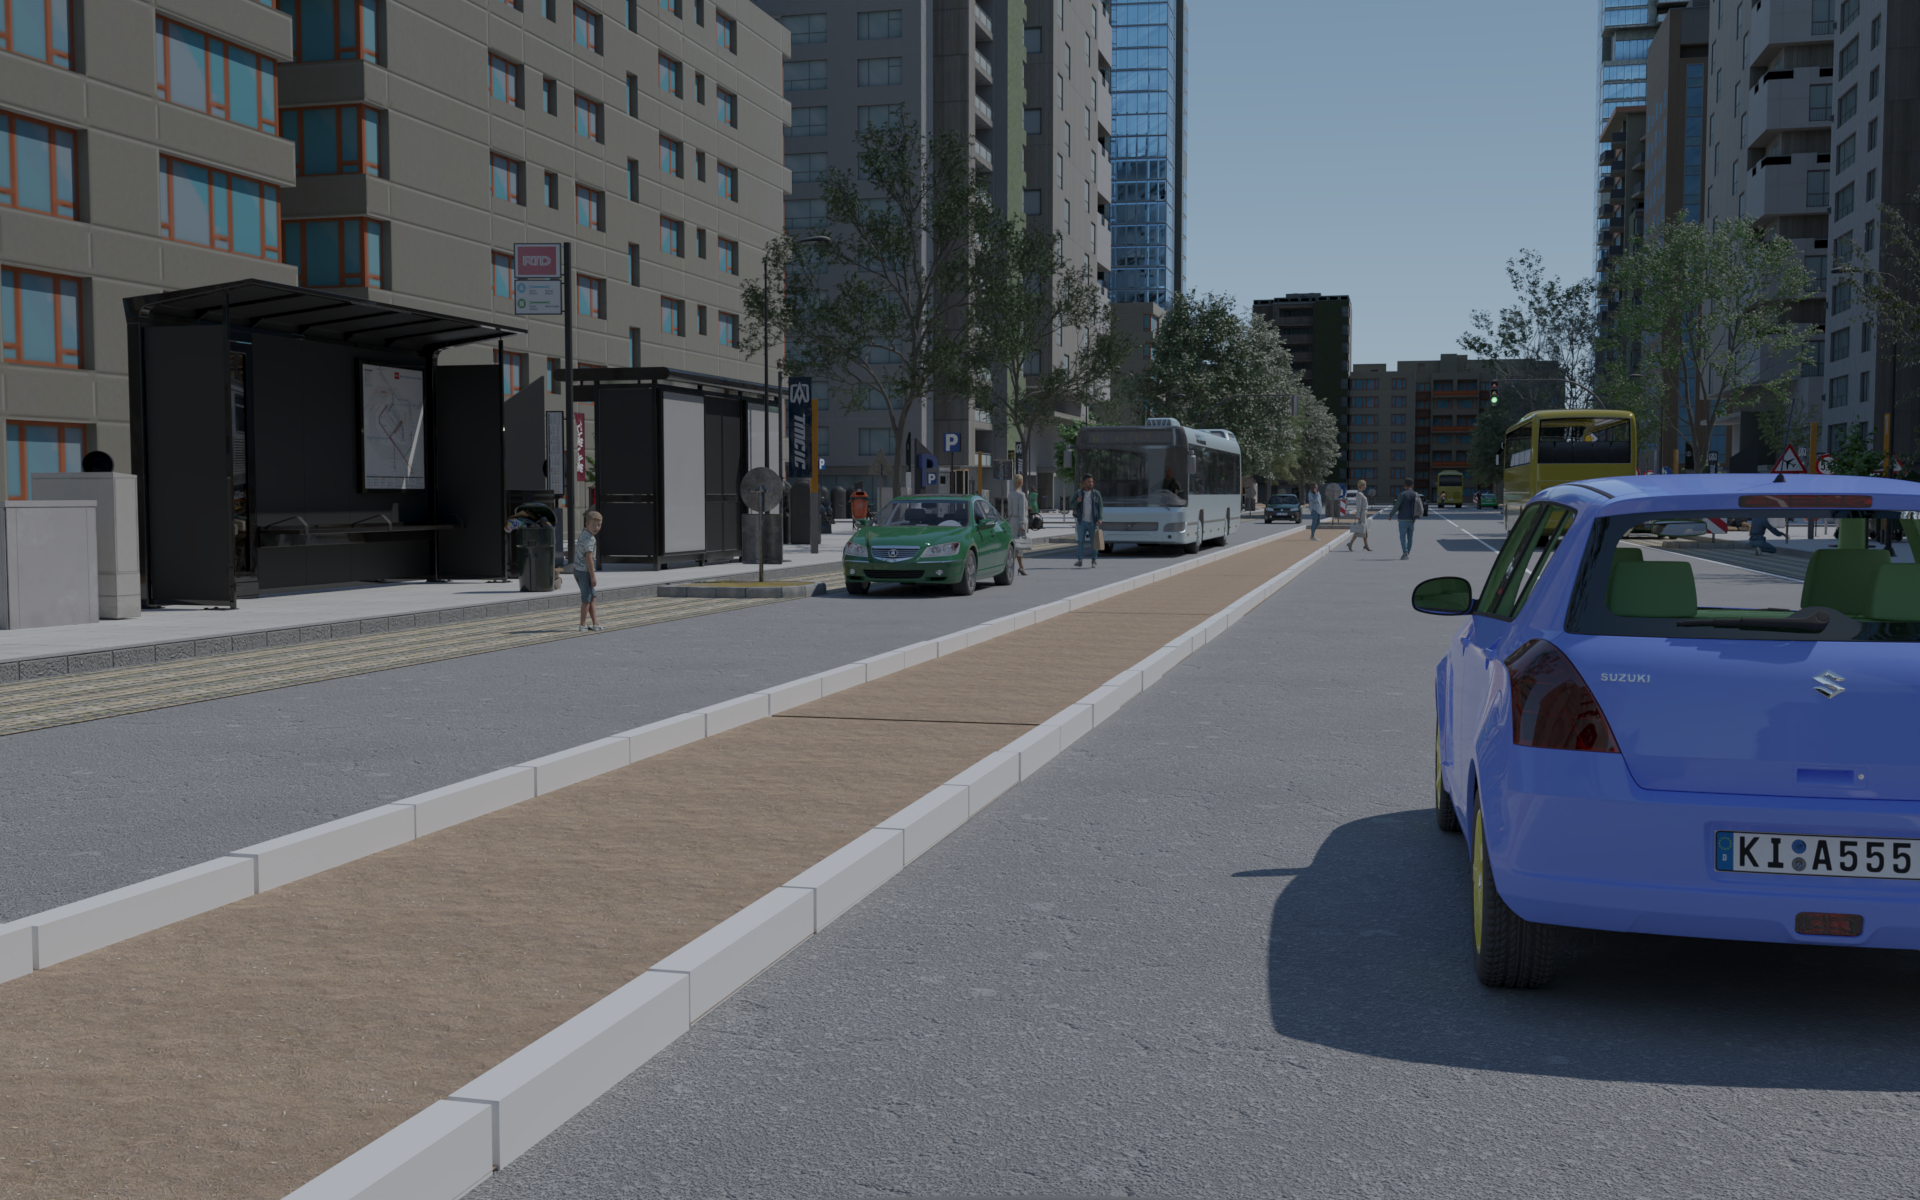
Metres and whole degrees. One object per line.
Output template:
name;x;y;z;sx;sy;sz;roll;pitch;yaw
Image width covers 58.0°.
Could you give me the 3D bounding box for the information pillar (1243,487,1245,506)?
information pillar;23.718;-8.615;145.348;0.304;2.012;0.304;-2;4;-29

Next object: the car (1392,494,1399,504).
car;45.568;-10.313;178.401;2.009;1.686;4.222;1;4;15

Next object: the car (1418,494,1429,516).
car;29.467;-6.280;112.470;2.009;1.686;4.222;1;4;13

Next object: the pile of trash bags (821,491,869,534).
pile of trash bags;-4.678;-2.862;56.547;3.447;1.369;1.912;-1;4;-14

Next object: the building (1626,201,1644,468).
building;73.036;-24.430;171.129;14.160;30.474;14.107;1;4;14

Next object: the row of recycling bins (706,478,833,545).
row of recycling bins;-5.072;-2.317;44.993;3.534;1.692;1.069;2;4;35

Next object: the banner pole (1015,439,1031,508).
banner pole;2.695;-5.049;72.574;0.863;3.779;0.401;1;4;19

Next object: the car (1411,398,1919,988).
car;2.608;0.212;6.133;1.945;1.707;3.694;1;4;13

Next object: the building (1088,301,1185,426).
building;7.573;-20.084;173.418;27.650;21.520;28.899;1;4;14

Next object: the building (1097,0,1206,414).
building;15.237;-54.913;210.490;31.000;86.520;22.319;1;4;14

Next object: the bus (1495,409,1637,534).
bus;17.214;-3.556;49.689;2.896;3.916;12.252;1;4;14

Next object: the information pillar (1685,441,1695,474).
information pillar;32.274;-5.213;76.588;0.504;3.616;0.183;1;4;13

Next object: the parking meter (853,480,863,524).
parking meter;-4.364;-4.191;74.233;0.399;1.863;0.255;-1;4;-21

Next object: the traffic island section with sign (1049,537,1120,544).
traffic island section with sign;3.763;-2.572;50.686;1.989;1.847;2.006;1;4;14

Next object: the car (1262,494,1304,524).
car;15.763;-4.563;84.392;2.009;1.686;4.222;1;4;13

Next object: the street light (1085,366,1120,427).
street light;5.132;-5.538;63.093;1.470;5.913;1.316;1;4;14

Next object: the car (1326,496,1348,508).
car;37.376;-9.775;171.613;2.131;1.459;4.920;1;4;14

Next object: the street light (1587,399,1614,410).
street light;31.228;-6.844;84.441;1.470;5.913;1.316;1;4;14

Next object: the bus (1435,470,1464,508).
bus;50.936;-11.532;180.090;2.896;3.916;12.252;1;4;15

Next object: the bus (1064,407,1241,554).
bus;5.266;-3.034;44.468;2.948;3.499;13.247;1;4;15

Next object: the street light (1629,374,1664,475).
street light;26.616;-5.786;67.135;1.470;5.913;1.316;1;4;14

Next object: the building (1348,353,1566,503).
building;72.468;-25.049;254.591;28.899;21.520;27.650;1;4;14

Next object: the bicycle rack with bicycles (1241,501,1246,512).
bicycle rack with bicycles;19.816;-6.857;125.488;2.852;0.926;2.925;-3;5;-40

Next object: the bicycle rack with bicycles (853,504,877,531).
bicycle rack with bicycles;-2.758;-2.946;61.551;2.852;0.926;2.925;3;5;39

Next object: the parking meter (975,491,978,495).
parking meter;1.018;-5.227;93.870;0.372;1.533;0.369;0;3;0

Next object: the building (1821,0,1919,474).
building;52.972;-19.316;87.511;14.107;30.474;14.160;1;4;14

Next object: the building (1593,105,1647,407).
building;82.365;-32.807;191.023;22.147;44.769;28.867;1;4;14

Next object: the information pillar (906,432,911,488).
information pillar;-1.946;-4.535;65.505;0.183;3.616;0.504;-1;4;-15

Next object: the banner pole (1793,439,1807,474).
banner pole;37.956;-5.406;78.406;0.401;3.779;0.863;-2;4;-28

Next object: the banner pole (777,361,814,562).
banner pole;-3.160;-2.606;32.618;0.863;3.779;0.401;1;4;14

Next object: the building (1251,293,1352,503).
building;49.729;-29.391;252.247;14.107;30.474;14.160;1;4;14

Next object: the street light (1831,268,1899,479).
street light;18.533;-3.852;35.517;1.470;5.913;1.316;1;4;14

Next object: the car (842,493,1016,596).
car;-0.380;-0.873;26.066;2.131;1.459;4.920;1;4;13

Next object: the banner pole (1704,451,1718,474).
banner pole;38.248;-6.020;88.448;0.863;3.779;0.401;1;4;15

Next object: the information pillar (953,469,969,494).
information pillar;0.059;-2.898;51.871;0.304;2.012;0.304;2;4;27

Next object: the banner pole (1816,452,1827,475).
banner pole;45.232;-6.204;91.449;0.863;3.779;0.401;2;4;29

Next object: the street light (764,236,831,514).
street light;-3.009;-3.604;31.468;1.470;5.913;1.316;1;4;14

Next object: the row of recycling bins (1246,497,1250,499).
row of recycling bins;23.957;-8.654;148.610;1.069;1.692;3.534;-1;4;-10

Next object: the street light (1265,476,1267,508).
street light;26.083;-10.504;144.281;1.470;5.913;1.316;1;4;14

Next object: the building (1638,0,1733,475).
building;69.990;-30.973;156.519;14.600;45.320;14.200;1;4;14

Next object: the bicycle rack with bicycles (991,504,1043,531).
bicycle rack with bicycles;1.453;-2.878;60.440;2.925;0.926;2.852;0;4;1

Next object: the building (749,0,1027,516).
building;-4.422;-25.592;102.022;14.154;41.232;14.086;1;4;14

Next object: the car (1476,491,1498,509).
car;50.008;-9.504;164.179;1.959;1.807;4.718;1;4;14

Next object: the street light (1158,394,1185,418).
street light;9.782;-6.620;80.770;1.470;5.913;1.316;1;4;14

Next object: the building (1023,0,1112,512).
building;-3.458;-33.234;132.616;28.713;52.752;27.495;1;4;14

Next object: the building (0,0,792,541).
building;-23.757;-12.862;55.333;28.899;21.520;27.650;1;4;14

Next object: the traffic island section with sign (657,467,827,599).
traffic island section with sign;-2.987;-0.976;24.586;1.989;1.847;2.006;1;4;14

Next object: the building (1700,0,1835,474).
building;67.413;-32.347;118.112;28.713;52.752;27.495;1;4;14

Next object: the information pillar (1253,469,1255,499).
information pillar;21.883;-8.413;128.903;0.183;3.616;0.504;1;4;10

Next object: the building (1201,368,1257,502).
building;30.235;-25.680;264.908;28.899;21.520;27.650;1;4;14

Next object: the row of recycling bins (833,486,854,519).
row of recycling bins;-6.662;-4.989;88.686;3.534;1.692;1.069;-2;4;-24

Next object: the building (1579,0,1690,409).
building;101.132;-56.817;241.625;31.000;86.520;22.319;1;4;14
